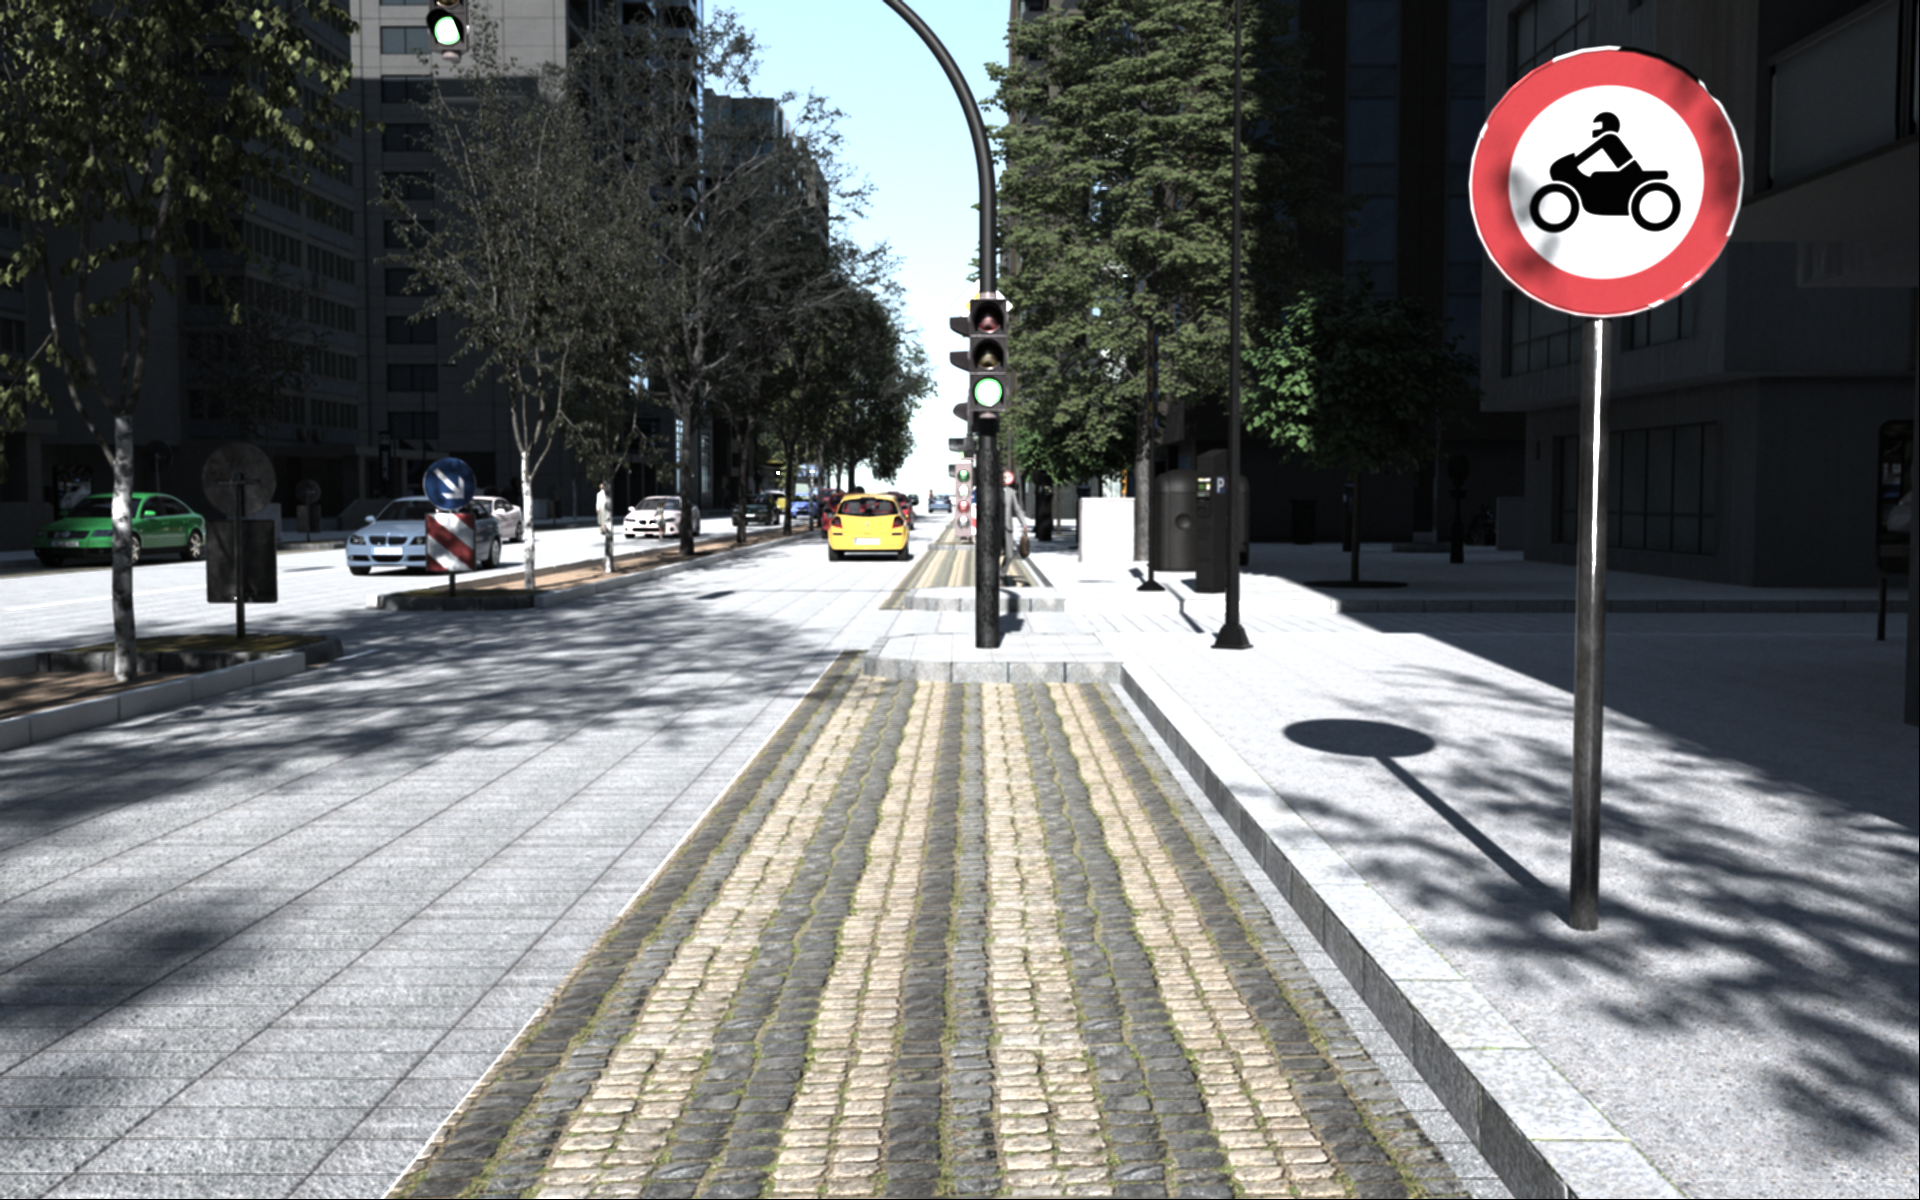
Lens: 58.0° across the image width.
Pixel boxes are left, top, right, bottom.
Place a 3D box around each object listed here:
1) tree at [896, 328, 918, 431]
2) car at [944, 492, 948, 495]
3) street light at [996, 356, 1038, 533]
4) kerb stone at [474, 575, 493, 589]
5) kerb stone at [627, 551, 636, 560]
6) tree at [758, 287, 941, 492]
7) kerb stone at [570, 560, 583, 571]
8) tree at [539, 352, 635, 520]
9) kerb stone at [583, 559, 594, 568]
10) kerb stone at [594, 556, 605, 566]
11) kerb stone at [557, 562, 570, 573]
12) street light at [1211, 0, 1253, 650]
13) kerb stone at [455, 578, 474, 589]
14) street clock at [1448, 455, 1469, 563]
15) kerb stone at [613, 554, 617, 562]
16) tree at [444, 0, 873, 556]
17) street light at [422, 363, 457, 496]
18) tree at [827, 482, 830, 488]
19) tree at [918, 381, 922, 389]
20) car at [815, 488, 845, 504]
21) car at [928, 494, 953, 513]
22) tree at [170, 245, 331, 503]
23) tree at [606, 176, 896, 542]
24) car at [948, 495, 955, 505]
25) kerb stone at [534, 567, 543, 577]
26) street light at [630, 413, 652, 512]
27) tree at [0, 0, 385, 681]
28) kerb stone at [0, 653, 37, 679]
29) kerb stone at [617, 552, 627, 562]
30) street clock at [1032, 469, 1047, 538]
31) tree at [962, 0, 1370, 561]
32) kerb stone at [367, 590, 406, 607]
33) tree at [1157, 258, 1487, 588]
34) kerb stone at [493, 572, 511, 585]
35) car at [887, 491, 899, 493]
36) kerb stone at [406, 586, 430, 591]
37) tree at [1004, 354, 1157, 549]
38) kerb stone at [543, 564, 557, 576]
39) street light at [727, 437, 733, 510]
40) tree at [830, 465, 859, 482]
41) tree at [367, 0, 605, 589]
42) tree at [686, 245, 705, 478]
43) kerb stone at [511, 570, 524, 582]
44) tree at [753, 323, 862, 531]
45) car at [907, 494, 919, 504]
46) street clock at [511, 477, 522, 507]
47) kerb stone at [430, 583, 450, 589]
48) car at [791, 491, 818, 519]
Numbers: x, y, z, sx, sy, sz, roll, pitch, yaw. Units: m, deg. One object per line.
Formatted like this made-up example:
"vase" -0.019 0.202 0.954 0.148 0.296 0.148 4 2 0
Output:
"tree" -6.037 -7.507 59.604 8.767 10.594 7.601 0 4 0
"car" -1.768 -14.851 252.407 1.945 1.707 3.694 0 4 2
"street light" 2.020 -5.200 57.557 1.470 5.913 1.316 0 4 0
"kerb stone" -7.347 -0.256 26.378 0.120 0.150 1.000 0 4 0
"kerb stone" -7.263 -0.944 37.629 0.120 0.150 1.000 0 4 0
"tree" -5.852 -10.628 93.226 9.611 12.733 9.660 0 3 0
"kerb stone" -7.298 -0.625 32.517 0.120 0.150 1.000 0 4 0
"tree" -19.085 -8.324 86.467 4.737 8.622 4.395 0 3 0
"kerb stone" -7.300 -0.694 33.539 0.120 0.150 1.000 0 4 0
"kerb stone" -7.287 -0.745 34.562 0.120 0.150 1.000 0 4 0
"kerb stone" -7.306 -0.568 31.489 0.120 0.150 1.000 0 4 0
"street light" 1.731 -2.554 14.292 1.470 5.913 1.316 0 4 0
"kerb stone" -7.358 -0.193 25.356 0.120 0.150 1.000 0 4 0
"street clock" 9.217 -1.682 32.066 0.358 2.002 0.471 3 4 39
"kerb stone" -7.268 -0.819 35.583 0.120 0.150 1.000 0 4 0
"tree" -6.439 -7.800 40.358 12.009 13.543 11.850 0 3 0
"street light" -18.542 -5.450 61.656 1.470 5.913 1.316 0 4 0
"tree" -17.840 -14.448 230.828 1.663 3.219 1.824 0 3 0
"tree" -6.056 -9.036 84.602 8.767 10.594 7.601 0 4 0
"car" -8.322 -6.335 112.256 2.281 1.827 5.304 0 3 0
"car" -1.515 -7.412 133.194 2.014 1.417 4.499 0 4 1
"tree" -20.456 -6.116 50.354 4.360 8.622 3.978 0 3 0
"tree" -6.500 -6.956 50.600 8.767 10.594 7.601 0 4 0
"car" -1.107 -11.196 195.411 2.083 1.381 4.827 0 4 -1
"kerb stone" -7.324 -0.443 29.444 0.120 0.150 1.000 0 4 0
"street light" -18.261 -7.735 99.010 1.470 5.913 1.316 0 4 0
"tree" -6.425 -3.695 13.239 4.737 8.622 4.395 0 3 0
"kerb stone" -7.457 0.530 13.523 0.120 0.150 1.000 0 4 0
"kerb stone" -7.261 -0.881 36.605 0.120 0.150 1.000 0 4 0
"street clock" 2.325 -2.801 50.370 0.358 2.002 0.471 3 5 40
"tree" 3.950 -7.024 32.968 7.486 12.596 7.792 0 3 0
"kerb stone" -7.390 -0.005 22.280 0.120 0.150 1.000 0 4 0
"tree" 5.577 -2.471 24.109 4.285 4.588 4.351 0 3 0
"kerb stone" -7.342 -0.318 27.400 0.120 0.150 1.000 0 4 0
"car" -8.537 -13.006 221.326 2.281 1.827 5.304 0 4 -1
"kerb stone" -7.381 -0.065 23.311 0.120 0.150 1.000 0 4 0
"tree" 3.274 -3.485 40.693 4.285 4.588 4.351 0 3 0
"kerb stone" -7.322 -0.506 30.466 0.120 0.150 1.000 0 4 0
"street light" -17.909 -10.120 138.005 1.470 5.913 1.316 0 4 0
"tree" -18.127 -20.244 256.744 9.928 11.665 9.643 0 3 0
"tree" -6.441 -4.444 25.485 4.360 8.622 3.978 0 3 0
"tree" -6.380 -4.786 31.078 4.360 8.622 3.978 0 3 0
"kerb stone" -7.330 -0.378 28.422 0.120 0.150 1.000 0 4 0
"tree" -5.692 -6.917 65.918 4.737 8.622 4.395 0 3 0
"car" -6.876 -14.873 252.965 2.009 1.686 4.222 0 4 1
"street clock" -18.792 -4.212 73.428 0.358 2.002 0.471 1 4 21
"kerb stone" -7.370 -0.130 24.334 0.120 0.150 1.000 0 4 0
"car" -9.067 -5.596 101.084 1.945 1.707 3.694 0 3 0
